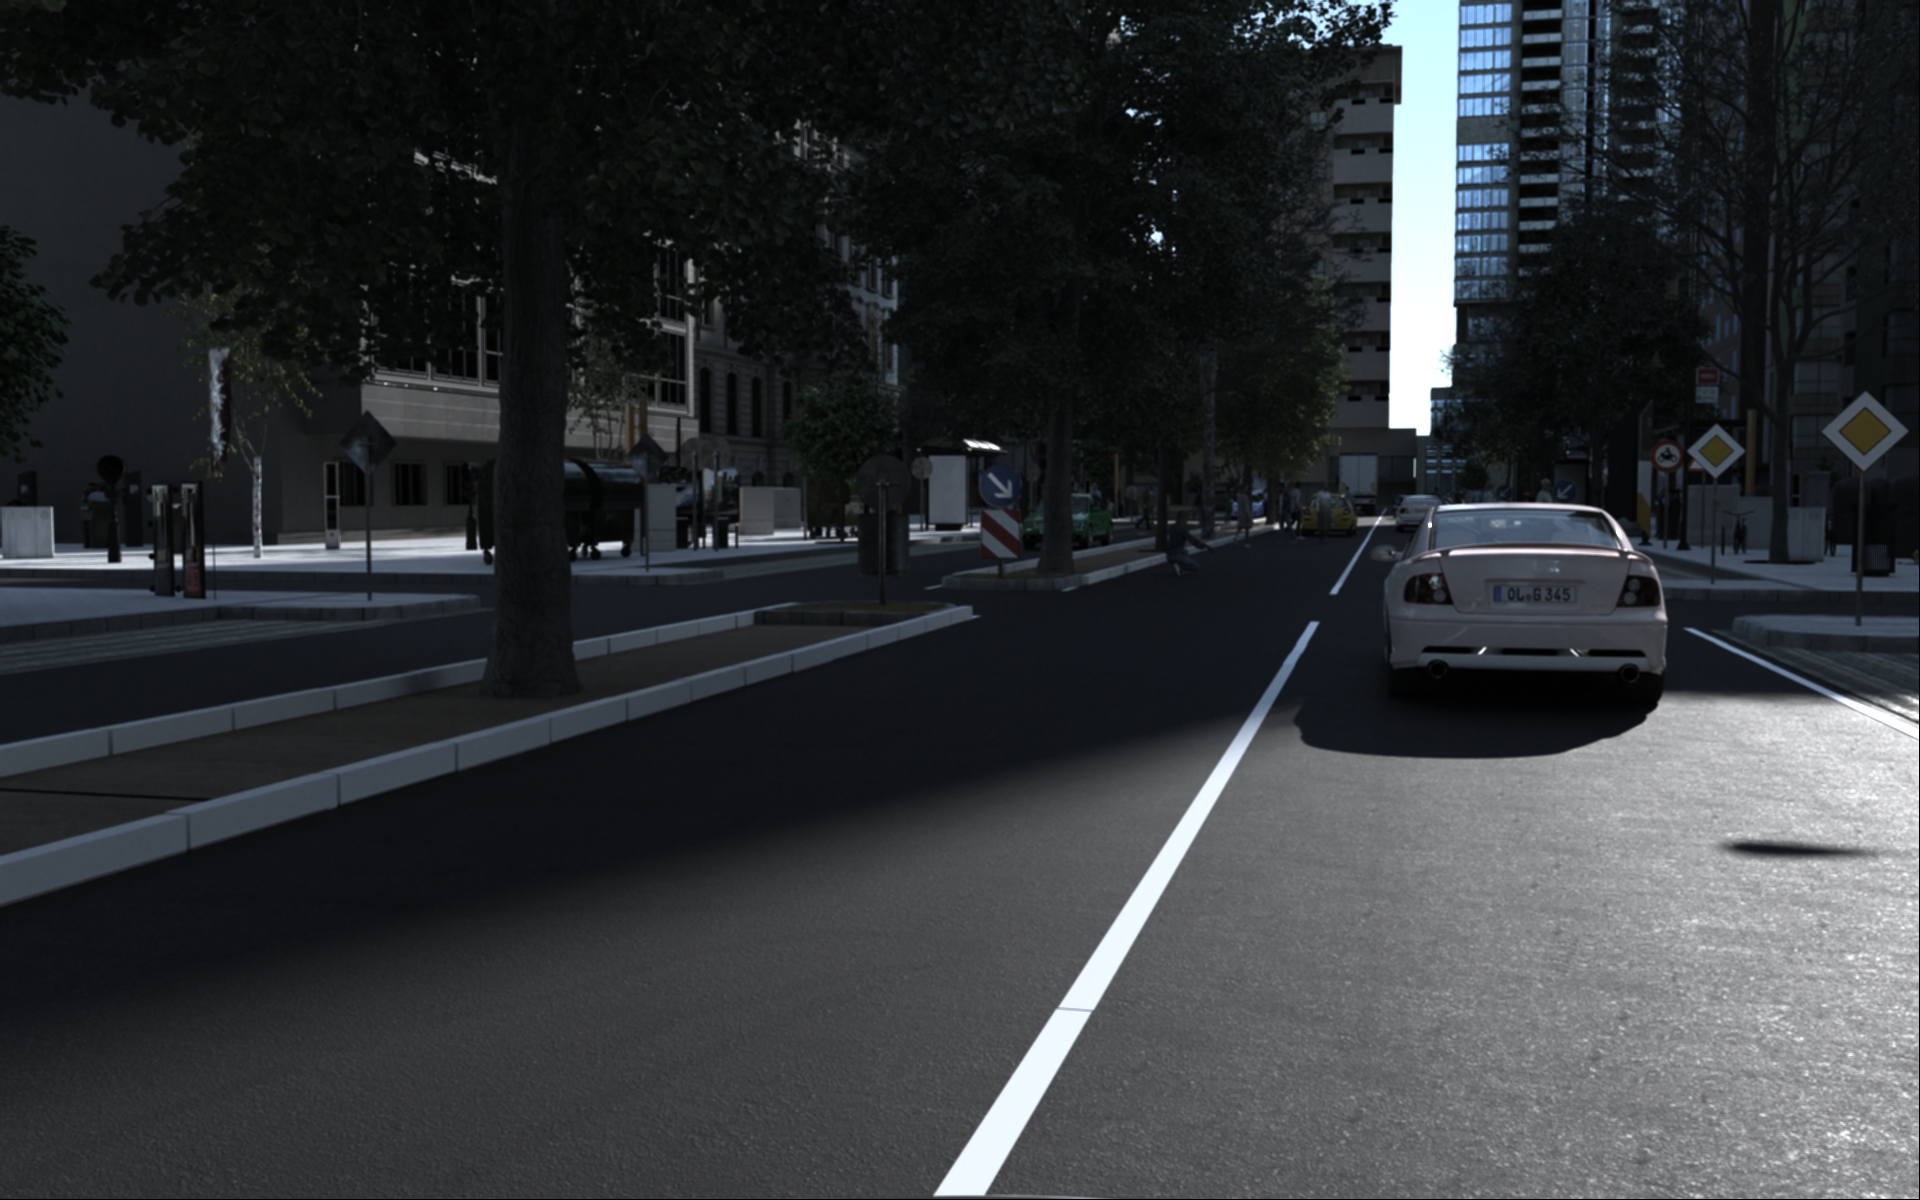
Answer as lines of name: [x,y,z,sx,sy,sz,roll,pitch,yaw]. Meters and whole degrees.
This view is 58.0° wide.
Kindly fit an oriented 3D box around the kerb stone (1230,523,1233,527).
kerb stone: [11.308,-3.115,73.122,0.120,0.150,1.000,1,4,14]

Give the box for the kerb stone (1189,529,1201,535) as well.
kerb stone: [8.311,-2.386,61.205,0.120,0.150,1.000,1,4,14]

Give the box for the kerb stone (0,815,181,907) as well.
kerb stone: [-3.276,0.967,6.463,0.120,0.150,1.000,1,4,14]

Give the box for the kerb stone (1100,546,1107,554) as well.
kerb stone: [3.314,-1.170,41.321,0.120,0.150,1.000,1,4,14]

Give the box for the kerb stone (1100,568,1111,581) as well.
kerb stone: [2.341,-0.407,28.845,0.120,0.150,1.000,1,4,14]

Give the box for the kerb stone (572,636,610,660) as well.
kerb stone: [-3.316,0.443,14.948,0.120,0.150,1.000,1,4,14]

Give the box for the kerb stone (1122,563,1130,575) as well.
kerb stone: [2.842,-0.525,30.835,0.120,0.150,1.000,1,4,14]

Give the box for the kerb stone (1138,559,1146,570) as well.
kerb stone: [3.346,-0.650,32.822,0.120,0.150,1.000,1,4,14]

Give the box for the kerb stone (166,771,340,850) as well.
kerb stone: [-3.030,0.901,7.457,0.120,0.150,1.000,1,4,14]

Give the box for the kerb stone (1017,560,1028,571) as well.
kerb stone: [1.070,-0.617,32.367,0.120,0.150,1.000,1,4,14]

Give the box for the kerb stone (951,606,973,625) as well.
kerb stone: [-0.036,0.173,19.373,0.120,0.150,1.000,1,4,14]

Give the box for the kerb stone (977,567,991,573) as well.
kerb stone: [0.309,-0.439,29.372,0.120,0.150,1.000,1,4,14]

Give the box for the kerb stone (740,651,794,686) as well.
kerb stone: [-1.531,0.537,13.415,0.120,0.150,1.000,1,4,14]

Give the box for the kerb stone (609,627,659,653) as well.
kerb stone: [-3.058,0.382,15.946,0.120,0.150,1.000,1,4,14]

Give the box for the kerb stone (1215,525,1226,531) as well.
kerb stone: [10.553,-2.931,70.145,0.120,0.150,1.000,1,4,14]

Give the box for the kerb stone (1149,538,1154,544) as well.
kerb stone: [5.309,-1.656,49.276,0.120,0.150,1.000,1,4,14]

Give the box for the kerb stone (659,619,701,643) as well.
kerb stone: [-2.811,0.321,16.944,0.120,0.150,1.000,1,4,14]

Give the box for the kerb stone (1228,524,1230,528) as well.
kerb stone: [11.050,-3.054,72.128,0.120,0.150,1.000,1,4,14]

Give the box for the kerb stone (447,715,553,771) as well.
kerb stone: [-2.526,0.781,9.439,0.120,0.150,1.000,1,4,14]

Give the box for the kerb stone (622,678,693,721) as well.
kerb stone: [-2.028,0.662,11.422,0.120,0.150,1.000,1,4,14]

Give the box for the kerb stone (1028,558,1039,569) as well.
kerb stone: [1.321,-0.681,33.357,0.120,0.150,1.000,1,4,14]

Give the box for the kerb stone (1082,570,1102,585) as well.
kerb stone: [2.099,-0.341,27.852,0.120,0.150,1.000,1,4,14]

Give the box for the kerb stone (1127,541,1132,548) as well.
kerb stone: [4.310,-1.413,45.301,0.120,0.150,1.000,1,4,14]

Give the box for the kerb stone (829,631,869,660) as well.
kerb stone: [-1.034,0.417,15.401,0.120,0.150,1.000,1,4,14]

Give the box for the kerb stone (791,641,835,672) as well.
kerb stone: [-1.272,0.477,14.404,0.120,0.150,1.000,1,4,14]

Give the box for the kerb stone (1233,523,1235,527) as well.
kerb stone: [11.552,-3.176,74.115,0.120,0.150,1.000,1,4,14]

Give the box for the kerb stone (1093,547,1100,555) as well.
kerb stone: [3.063,-1.109,40.323,0.120,0.150,1.000,1,4,14]

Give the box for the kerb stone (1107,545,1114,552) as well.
kerb stone: [3.557,-1.221,42.314,0.120,0.150,1.000,1,4,14]

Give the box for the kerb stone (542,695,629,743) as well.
kerb stone: [-2.281,0.720,10.431,0.120,0.150,1.000,1,4,14]

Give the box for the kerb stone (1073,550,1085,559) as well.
kerb stone: [2.561,-0.987,38.332,0.120,0.150,1.000,1,4,14]

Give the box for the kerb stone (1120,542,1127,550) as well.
kerb stone: [4.070,-1.352,44.307,0.120,0.150,1.000,1,4,14]

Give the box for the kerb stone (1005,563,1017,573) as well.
kerb stone: [0.815,-0.556,31.368,0.120,0.150,1.000,1,4,14]

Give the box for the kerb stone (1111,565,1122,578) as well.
kerb stone: [2.603,-0.467,29.834,0.120,0.150,1.000,1,4,14]

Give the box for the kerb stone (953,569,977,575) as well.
kerb stone: [0.060,-0.378,28.379,0.120,0.150,1.000,1,4,14]

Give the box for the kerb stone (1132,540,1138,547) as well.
kerb stone: [4.562,-1.474,46.295,0.120,0.150,1.000,1,4,14]

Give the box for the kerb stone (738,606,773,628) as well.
kerb stone: [-2.306,0.202,18.926,0.120,0.150,1.000,1,4,14]

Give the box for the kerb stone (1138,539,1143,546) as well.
kerb stone: [4.807,-1.535,47.294,0.120,0.150,1.000,1,4,14]

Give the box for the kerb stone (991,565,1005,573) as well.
kerb stone: [0.568,-0.498,30.375,0.120,0.150,1.000,1,4,14]

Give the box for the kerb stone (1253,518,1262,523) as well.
kerb stone: [15.305,-4.088,89.033,0.120,0.150,1.000,1,4,14]

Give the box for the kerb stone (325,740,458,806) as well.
kerb stone: [-2.780,0.841,8.448,0.120,0.150,1.000,1,4,14]

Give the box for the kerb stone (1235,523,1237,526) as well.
kerb stone: [11.804,-3.235,75.106,0.120,0.150,1.000,1,4,14]

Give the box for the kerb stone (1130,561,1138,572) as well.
kerb stone: [3.095,-0.589,31.825,0.120,0.150,1.000,1,4,14]

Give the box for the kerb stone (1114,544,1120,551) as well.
kerb stone: [3.813,-1.291,43.308,0.120,0.150,1.000,1,4,14]

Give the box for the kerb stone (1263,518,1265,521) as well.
kerb stone: [15.801,-4.210,91.030,0.120,0.150,1.000,1,4,14]

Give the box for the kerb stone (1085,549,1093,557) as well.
kerb stone: [2.817,-1.048,39.327,0.120,0.150,1.000,1,4,14]

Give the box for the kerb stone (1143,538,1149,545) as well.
kerb stone: [5.065,-1.596,48.283,0.120,0.150,1.000,1,4,14]

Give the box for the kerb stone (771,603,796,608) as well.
kerb stone: [-2.063,0.139,19.928,0.120,0.150,1.000,1,4,14]

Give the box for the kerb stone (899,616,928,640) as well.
kerb stone: [-0.533,0.297,17.383,0.120,0.150,1.000,1,4,14]

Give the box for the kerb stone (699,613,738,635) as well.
kerb stone: [-2.566,0.262,17.938,0.120,0.150,1.000,1,4,14]

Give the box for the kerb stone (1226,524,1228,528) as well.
kerb stone: [10.812,-2.992,71.134,0.120,0.150,1.000,1,4,14]

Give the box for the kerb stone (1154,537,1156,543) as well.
kerb stone: [5.565,-1.716,50.266,0.120,0.150,1.000,1,4,14]

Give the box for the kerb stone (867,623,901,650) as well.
kerb stone: [-0.783,0.355,16.392,0.120,0.150,1.000,1,4,14]

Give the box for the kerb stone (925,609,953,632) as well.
kerb stone: [-0.284,0.234,18.377,0.120,0.150,1.000,1,4,14]

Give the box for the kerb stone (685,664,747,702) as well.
kerb stone: [-1.783,0.598,12.418,0.120,0.150,1.000,1,4,14]
